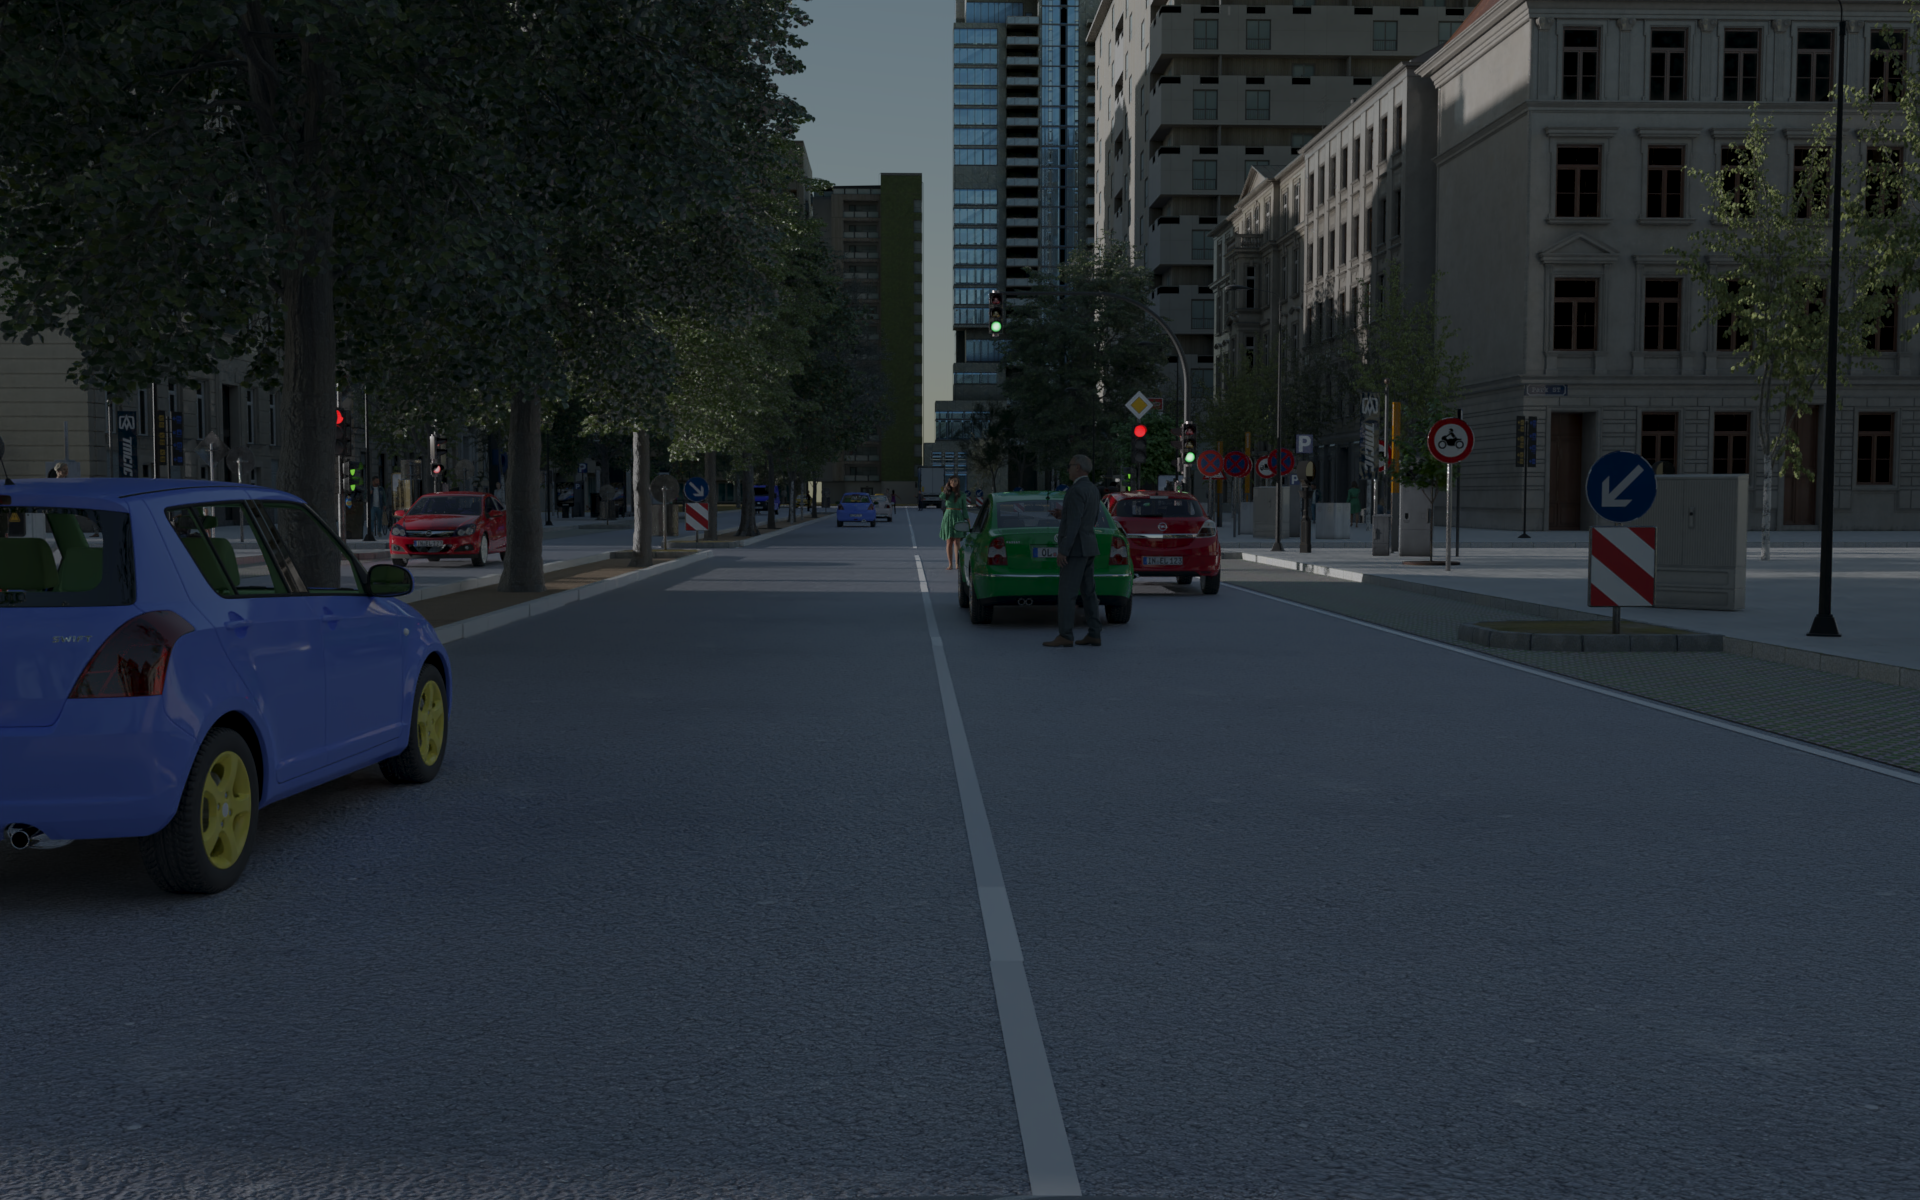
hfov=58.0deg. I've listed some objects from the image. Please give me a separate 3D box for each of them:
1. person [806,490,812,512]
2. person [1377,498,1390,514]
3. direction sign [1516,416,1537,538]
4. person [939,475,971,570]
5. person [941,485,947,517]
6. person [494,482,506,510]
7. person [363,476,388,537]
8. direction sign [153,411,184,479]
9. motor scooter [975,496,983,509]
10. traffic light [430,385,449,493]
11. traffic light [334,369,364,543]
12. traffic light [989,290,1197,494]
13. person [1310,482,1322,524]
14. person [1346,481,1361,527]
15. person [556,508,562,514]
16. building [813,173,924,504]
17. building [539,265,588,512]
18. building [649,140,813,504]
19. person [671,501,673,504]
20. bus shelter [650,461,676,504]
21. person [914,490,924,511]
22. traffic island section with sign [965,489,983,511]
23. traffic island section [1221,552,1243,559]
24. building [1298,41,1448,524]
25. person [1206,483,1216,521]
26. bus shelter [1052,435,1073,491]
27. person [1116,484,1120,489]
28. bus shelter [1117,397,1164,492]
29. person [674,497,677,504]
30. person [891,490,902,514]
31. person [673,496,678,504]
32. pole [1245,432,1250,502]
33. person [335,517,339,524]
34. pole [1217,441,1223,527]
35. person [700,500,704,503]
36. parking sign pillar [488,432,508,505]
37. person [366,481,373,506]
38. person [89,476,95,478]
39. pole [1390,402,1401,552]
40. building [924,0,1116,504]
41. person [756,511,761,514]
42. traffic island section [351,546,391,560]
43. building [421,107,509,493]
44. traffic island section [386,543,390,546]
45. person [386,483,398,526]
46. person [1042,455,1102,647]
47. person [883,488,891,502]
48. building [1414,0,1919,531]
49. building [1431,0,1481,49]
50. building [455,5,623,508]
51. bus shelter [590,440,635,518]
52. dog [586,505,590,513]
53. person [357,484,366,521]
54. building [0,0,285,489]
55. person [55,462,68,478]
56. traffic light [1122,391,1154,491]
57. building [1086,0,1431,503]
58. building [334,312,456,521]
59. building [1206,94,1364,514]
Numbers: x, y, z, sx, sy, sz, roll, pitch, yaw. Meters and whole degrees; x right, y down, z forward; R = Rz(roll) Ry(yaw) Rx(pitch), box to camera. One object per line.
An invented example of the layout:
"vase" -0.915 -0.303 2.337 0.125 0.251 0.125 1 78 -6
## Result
"person" -12.368 -8.154 142.340 0.721 1.766 1.217 -2 4 -31
"person" 15.796 -3.232 64.384 0.738 1.151 1.012 0 4 7
"direction sign" 16.442 -3.569 50.345 0.876 3.537 0.379 -2 4 -34
"person" -0.106 -1.467 32.740 0.600 1.795 0.529 0 4 -5
"person" -0.543 -3.735 69.687 0.709 1.813 0.853 3 5 40
"person" -19.474 -4.091 73.279 0.694 1.780 0.624 3 5 41
"person" -17.141 -2.748 50.966 0.794 1.824 0.713 -1 4 -11
"direction sign" -21.627 -3.388 47.383 0.379 3.537 0.876 2 4 29
"motor scooter" 1.687 -8.625 153.790 0.815 1.314 1.986 0 4 -2
"traffic light" -11.924 -4.400 46.610 4.771 5.953 1.251 0 4 -2
"traffic light" -13.750 -3.034 38.526 0.839 4.253 0.868 0 4 -2
"traffic light" 3.013 -3.931 38.948 4.771 5.953 1.251 0 4 -2
"person" 15.381 -4.196 74.990 0.623 1.781 0.721 2 4 25
"person" 15.189 -3.699 66.775 0.600 1.795 0.529 0 4 -8
"person" -24.078 -5.973 104.448 0.760 1.731 0.466 1 4 22
"building" -11.769 -32.980 222.816 14.086 41.232 14.154 0 4 -2
"building" -36.031 -21.792 127.996 14.160 30.474 14.107 0 4 -2
"building" -30.235 -36.841 226.044 21.600 48.544 21.300 0 4 -2
"person" -20.058 -6.730 120.319 0.590 1.304 0.306 0 4 8
"bus shelter" -18.885 -7.111 110.182 2.014 3.302 5.546 0 4 -2
"person" -3.522 -8.488 147.812 0.750 1.759 0.617 -3 4 -38
"traffic island section with sign" 1.540 -8.616 149.501 1.989 1.847 2.006 0 4 -2
"traffic island section" 5.141 -1.039 39.272 2.009 0.180 2.903 0 4 -2
"building" 22.215 -14.049 78.855 9.793 20.994 18.267 0 4 -2
"person" 11.882 -4.631 82.039 0.520 1.790 0.573 1 4 9
"bus shelter" 7.092 -8.403 115.026 2.179 5.291 8.768 0 4 -2
"person" 8.811 -5.566 97.049 0.388 1.821 0.555 -3 5 -44
"bus shelter" 7.449 -5.608 69.315 2.179 5.291 8.768 0 4 -2
"person" -32.894 -11.702 200.508 1.217 1.739 0.721 1 4 16
"person" -4.749 -6.979 123.284 1.217 1.739 0.721 0 4 -7
"person" -30.513 -10.878 184.586 0.721 1.739 1.217 3 4 37
"pole" 9.456 -3.861 56.978 0.158 3.312 0.155 0 3 0
"person" -26.250 -4.045 72.205 0.620 1.820 0.660 -2 4 -26
"pole" 10.041 -4.471 66.945 0.158 3.312 0.155 0 3 0
"person" -24.262 -9.455 163.872 0.697 1.427 0.421 0 4 2
"parking sign pillar" -20.133 -5.328 75.587 1.447 3.967 1.447 0 4 5
"person" -23.278 -3.826 68.786 0.728 1.800 0.709 3 5 45
"person" -25.785 -2.779 51.595 0.709 1.813 0.853 1 4 23
"pole" 9.688 -2.734 38.550 0.158 3.312 0.155 0 3 0
"building" 10.650 -55.836 225.591 31.000 86.520 22.319 0 4 -2
"person" -14.629 -7.137 125.289 1.348 1.812 0.705 2 4 28
"traffic island section" -13.791 -1.002 38.659 2.009 0.180 2.903 0 4 -2
"building" -36.034 -19.853 110.493 13.634 28.700 20.117 0 4 -2
"traffic island section" -14.052 -1.490 46.640 2.009 0.180 2.903 0 4 -2
"person" -22.537 -3.835 68.921 0.537 1.800 0.526 0 4 1
"person" 1.047 -0.470 16.365 0.590 1.801 0.661 2 4 25
"person" -4.419 -5.797 103.628 0.599 1.781 0.374 0 4 -6
"building" 28.869 -13.937 64.027 21.152 22.565 11.583 0 4 -2
"building" 28.699 -34.074 146.344 28.713 52.752 27.495 0 4 -2
"building" -40.712 -31.901 145.290 21.300 48.544 21.600 0 4 -2
"bus shelter" -19.469 -7.336 97.575 2.179 5.291 8.768 0 4 -2
"dog" -25.456 -6.247 118.971 0.406 0.507 0.540 0 4 -1
"person" -24.395 -3.936 70.203 0.447 1.846 0.655 2 4 25
"building" -34.714 -16.580 68.346 12.463 27.353 25.104 0 4 -2
"person" -15.849 -1.504 30.508 0.818 1.842 0.514 -3 5 -43
"traffic light" 4.839 -3.561 47.138 0.839 4.253 0.868 0 4 -2
"building" 28.277 -35.752 173.788 28.713 52.752 27.495 0 4 -2
"building" -33.787 -13.857 91.185 10.561 19.102 19.286 0 4 -2
"building" 23.539 -17.528 105.668 14.460 24.649 34.723 0 4 -2
